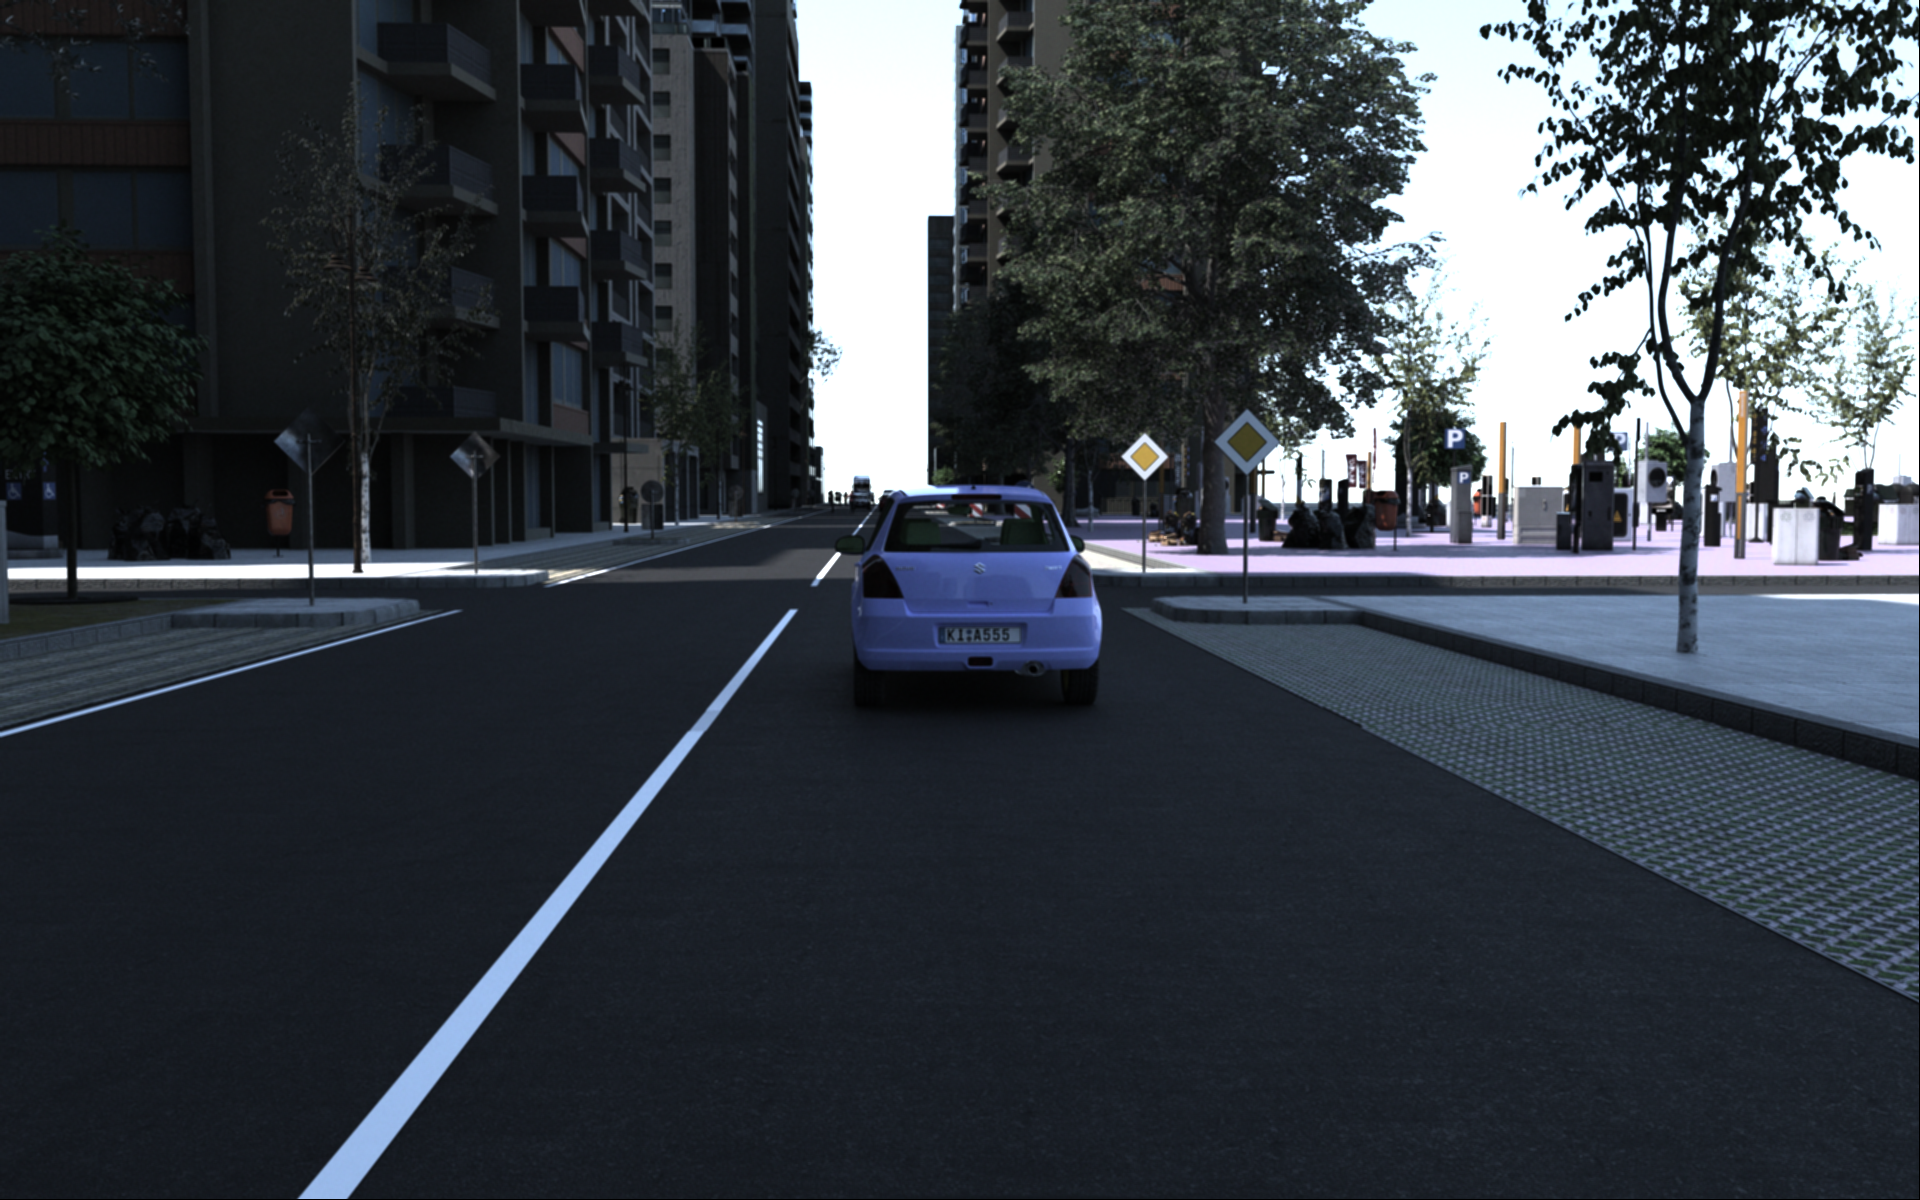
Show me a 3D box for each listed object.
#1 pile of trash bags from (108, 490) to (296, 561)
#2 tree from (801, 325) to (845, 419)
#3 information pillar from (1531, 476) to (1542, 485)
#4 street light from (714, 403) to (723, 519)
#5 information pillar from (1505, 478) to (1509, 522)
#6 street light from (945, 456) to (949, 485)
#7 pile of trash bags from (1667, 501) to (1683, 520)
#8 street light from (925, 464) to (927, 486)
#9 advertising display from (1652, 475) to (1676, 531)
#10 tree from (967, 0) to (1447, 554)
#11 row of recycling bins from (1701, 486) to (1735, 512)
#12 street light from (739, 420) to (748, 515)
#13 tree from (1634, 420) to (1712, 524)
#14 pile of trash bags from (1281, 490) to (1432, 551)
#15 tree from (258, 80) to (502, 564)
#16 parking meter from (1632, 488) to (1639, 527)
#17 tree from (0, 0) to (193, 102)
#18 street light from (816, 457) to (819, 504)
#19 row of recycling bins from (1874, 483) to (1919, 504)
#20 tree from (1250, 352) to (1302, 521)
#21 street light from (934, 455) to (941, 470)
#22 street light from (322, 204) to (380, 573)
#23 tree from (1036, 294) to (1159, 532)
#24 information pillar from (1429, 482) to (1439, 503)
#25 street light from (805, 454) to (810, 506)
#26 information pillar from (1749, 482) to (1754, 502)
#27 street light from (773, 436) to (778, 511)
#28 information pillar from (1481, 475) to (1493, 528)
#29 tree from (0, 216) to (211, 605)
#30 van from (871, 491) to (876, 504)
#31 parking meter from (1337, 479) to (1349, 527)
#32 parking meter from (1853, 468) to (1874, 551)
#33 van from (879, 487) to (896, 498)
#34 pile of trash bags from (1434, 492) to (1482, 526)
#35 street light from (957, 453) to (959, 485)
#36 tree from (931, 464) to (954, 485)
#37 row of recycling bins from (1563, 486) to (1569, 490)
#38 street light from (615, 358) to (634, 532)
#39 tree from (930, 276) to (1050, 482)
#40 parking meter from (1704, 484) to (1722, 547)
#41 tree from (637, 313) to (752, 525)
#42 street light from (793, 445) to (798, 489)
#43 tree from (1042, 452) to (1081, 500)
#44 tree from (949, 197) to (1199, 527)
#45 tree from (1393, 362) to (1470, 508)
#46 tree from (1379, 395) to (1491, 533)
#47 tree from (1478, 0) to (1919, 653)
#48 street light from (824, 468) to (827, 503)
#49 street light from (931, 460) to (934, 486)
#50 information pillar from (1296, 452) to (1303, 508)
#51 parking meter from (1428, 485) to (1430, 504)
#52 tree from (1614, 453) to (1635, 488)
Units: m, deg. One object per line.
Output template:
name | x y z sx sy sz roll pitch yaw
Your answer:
pile of trash bags | -15.032 -1.510 34.443 3.447 1.369 1.912 -2 4 -30
tree | -18.782 -19.720 178.308 12.611 20.169 13.585 0 3 0
information pillar | 23.873 -4.115 71.778 0.304 2.012 0.304 -3 4 -36
street light | -12.314 -7.051 88.071 0.468 5.910 1.993 0 4 -2
information pillar | 24.942 -4.581 79.398 0.304 2.012 0.304 -2 4 -34
street light | -1.362 -12.632 179.313 0.468 5.910 1.993 0 4 -2
pile of trash bags | 35.652 -4.645 85.692 3.447 1.369 1.912 -1 4 -14
street light | -5.060 -17.724 262.577 0.468 5.910 1.993 0 4 -2
advertising display | 24.215 -3.336 59.762 0.123 1.923 0.974 -2 4 -33
tree | 5.314 -7.960 36.805 9.857 13.997 8.962 0 3 0
row of recycling bins | 39.653 -5.141 91.172 3.534 1.692 1.069 -1 4 -19
street light | -13.028 -8.049 104.383 0.468 5.910 1.993 0 4 -2
tree | 30.748 -5.578 74.918 4.285 4.588 4.351 0 3 0
pile of trash bags | 9.105 -1.886 40.596 1.912 1.369 3.447 -2 4 -25
tree | -10.818 -4.990 31.957 4.360 8.622 3.978 0 3 0
parking meter | 26.315 -3.621 67.606 0.372 1.533 0.369 0 3 0
tree | -10.249 -6.147 10.878 12.009 13.543 11.850 0 3 0
street light | -17.924 -14.991 217.893 0.468 5.910 1.993 0 4 -2
row of recycling bins | 36.279 -3.629 66.445 1.069 1.692 3.534 -1 4 -17
tree | 15.443 -8.041 81.830 4.737 8.622 4.395 0 3 0
street light | -2.419 -14.016 201.952 0.468 5.910 1.993 0 4 -2
street light | -9.798 -3.377 27.999 0.468 5.910 1.993 0 4 -2
tree | 4.457 -6.588 58.078 4.360 8.622 3.978 0 3 0
information pillar | 25.281 -6.179 92.379 0.504 3.616 0.183 1 4 22
street light | -16.542 -13.129 187.454 0.468 5.910 1.993 0 4 -2
information pillar | 46.387 -5.930 101.441 0.304 2.012 0.304 1 4 21
street light | -14.340 -9.889 134.469 0.468 5.910 1.993 0 4 -2
information pillar | 20.204 -3.786 66.399 0.304 2.012 0.304 -2 4 -35
tree | -10.712 -2.255 20.585 4.285 4.588 4.351 0 3 0
van | -13.583 -15.417 259.073 2.013 2.044 4.112 0 4 -4
parking meter | 14.540 -3.675 65.790 0.255 1.863 0.399 -2 4 -33
parking meter | 20.534 -2.058 39.365 0.399 1.863 0.255 -2 4 -29
van | -6.143 -8.936 153.116 2.013 2.044 4.112 0 4 -3
pile of trash bags | 19.869 -3.695 70.158 3.447 1.369 1.912 -1 4 -20
street light | -0.112 -10.793 149.245 0.468 5.910 1.993 0 4 -2
tree | -1.524 -12.683 191.077 4.285 4.588 4.351 0 3 0
row of recycling bins | 32.675 -5.061 89.868 1.069 1.692 3.534 -2 4 -28
street light | -11.240 -5.220 58.141 0.468 5.910 1.993 0 4 -2
tree | 3.597 -10.880 88.265 12.009 13.543 11.850 0 3 0
parking meter | 18.412 -2.076 42.347 0.372 1.533 0.369 0 3 0
tree | -11.563 -7.417 71.624 4.737 8.622 4.395 0 3 0
street light | -15.599 -11.730 164.569 0.468 5.910 1.993 0 4 -2
tree | 4.706 -5.080 77.659 1.663 3.219 1.824 0 3 0
tree | 4.352 -9.190 67.272 9.611 12.733 9.660 0 3 0
tree | 25.515 -8.844 94.959 4.360 8.622 3.978 0 3 0
tree | 15.623 -4.513 57.502 4.285 4.588 4.351 0 3 0
tree | 6.093 -3.889 13.951 4.737 8.622 4.395 0 3 0
street light | -19.352 -16.862 248.488 0.468 5.910 1.993 0 4 -2
street light | -3.653 -15.846 231.875 0.468 5.910 1.993 0 4 -2
information pillar | 19.043 -6.471 97.148 0.183 3.616 0.504 -1 4 -23
parking meter | 27.017 -5.710 99.072 0.399 1.863 0.255 -1 4 -16
tree | 30.290 -5.193 79.511 1.663 3.219 1.824 0 3 0
